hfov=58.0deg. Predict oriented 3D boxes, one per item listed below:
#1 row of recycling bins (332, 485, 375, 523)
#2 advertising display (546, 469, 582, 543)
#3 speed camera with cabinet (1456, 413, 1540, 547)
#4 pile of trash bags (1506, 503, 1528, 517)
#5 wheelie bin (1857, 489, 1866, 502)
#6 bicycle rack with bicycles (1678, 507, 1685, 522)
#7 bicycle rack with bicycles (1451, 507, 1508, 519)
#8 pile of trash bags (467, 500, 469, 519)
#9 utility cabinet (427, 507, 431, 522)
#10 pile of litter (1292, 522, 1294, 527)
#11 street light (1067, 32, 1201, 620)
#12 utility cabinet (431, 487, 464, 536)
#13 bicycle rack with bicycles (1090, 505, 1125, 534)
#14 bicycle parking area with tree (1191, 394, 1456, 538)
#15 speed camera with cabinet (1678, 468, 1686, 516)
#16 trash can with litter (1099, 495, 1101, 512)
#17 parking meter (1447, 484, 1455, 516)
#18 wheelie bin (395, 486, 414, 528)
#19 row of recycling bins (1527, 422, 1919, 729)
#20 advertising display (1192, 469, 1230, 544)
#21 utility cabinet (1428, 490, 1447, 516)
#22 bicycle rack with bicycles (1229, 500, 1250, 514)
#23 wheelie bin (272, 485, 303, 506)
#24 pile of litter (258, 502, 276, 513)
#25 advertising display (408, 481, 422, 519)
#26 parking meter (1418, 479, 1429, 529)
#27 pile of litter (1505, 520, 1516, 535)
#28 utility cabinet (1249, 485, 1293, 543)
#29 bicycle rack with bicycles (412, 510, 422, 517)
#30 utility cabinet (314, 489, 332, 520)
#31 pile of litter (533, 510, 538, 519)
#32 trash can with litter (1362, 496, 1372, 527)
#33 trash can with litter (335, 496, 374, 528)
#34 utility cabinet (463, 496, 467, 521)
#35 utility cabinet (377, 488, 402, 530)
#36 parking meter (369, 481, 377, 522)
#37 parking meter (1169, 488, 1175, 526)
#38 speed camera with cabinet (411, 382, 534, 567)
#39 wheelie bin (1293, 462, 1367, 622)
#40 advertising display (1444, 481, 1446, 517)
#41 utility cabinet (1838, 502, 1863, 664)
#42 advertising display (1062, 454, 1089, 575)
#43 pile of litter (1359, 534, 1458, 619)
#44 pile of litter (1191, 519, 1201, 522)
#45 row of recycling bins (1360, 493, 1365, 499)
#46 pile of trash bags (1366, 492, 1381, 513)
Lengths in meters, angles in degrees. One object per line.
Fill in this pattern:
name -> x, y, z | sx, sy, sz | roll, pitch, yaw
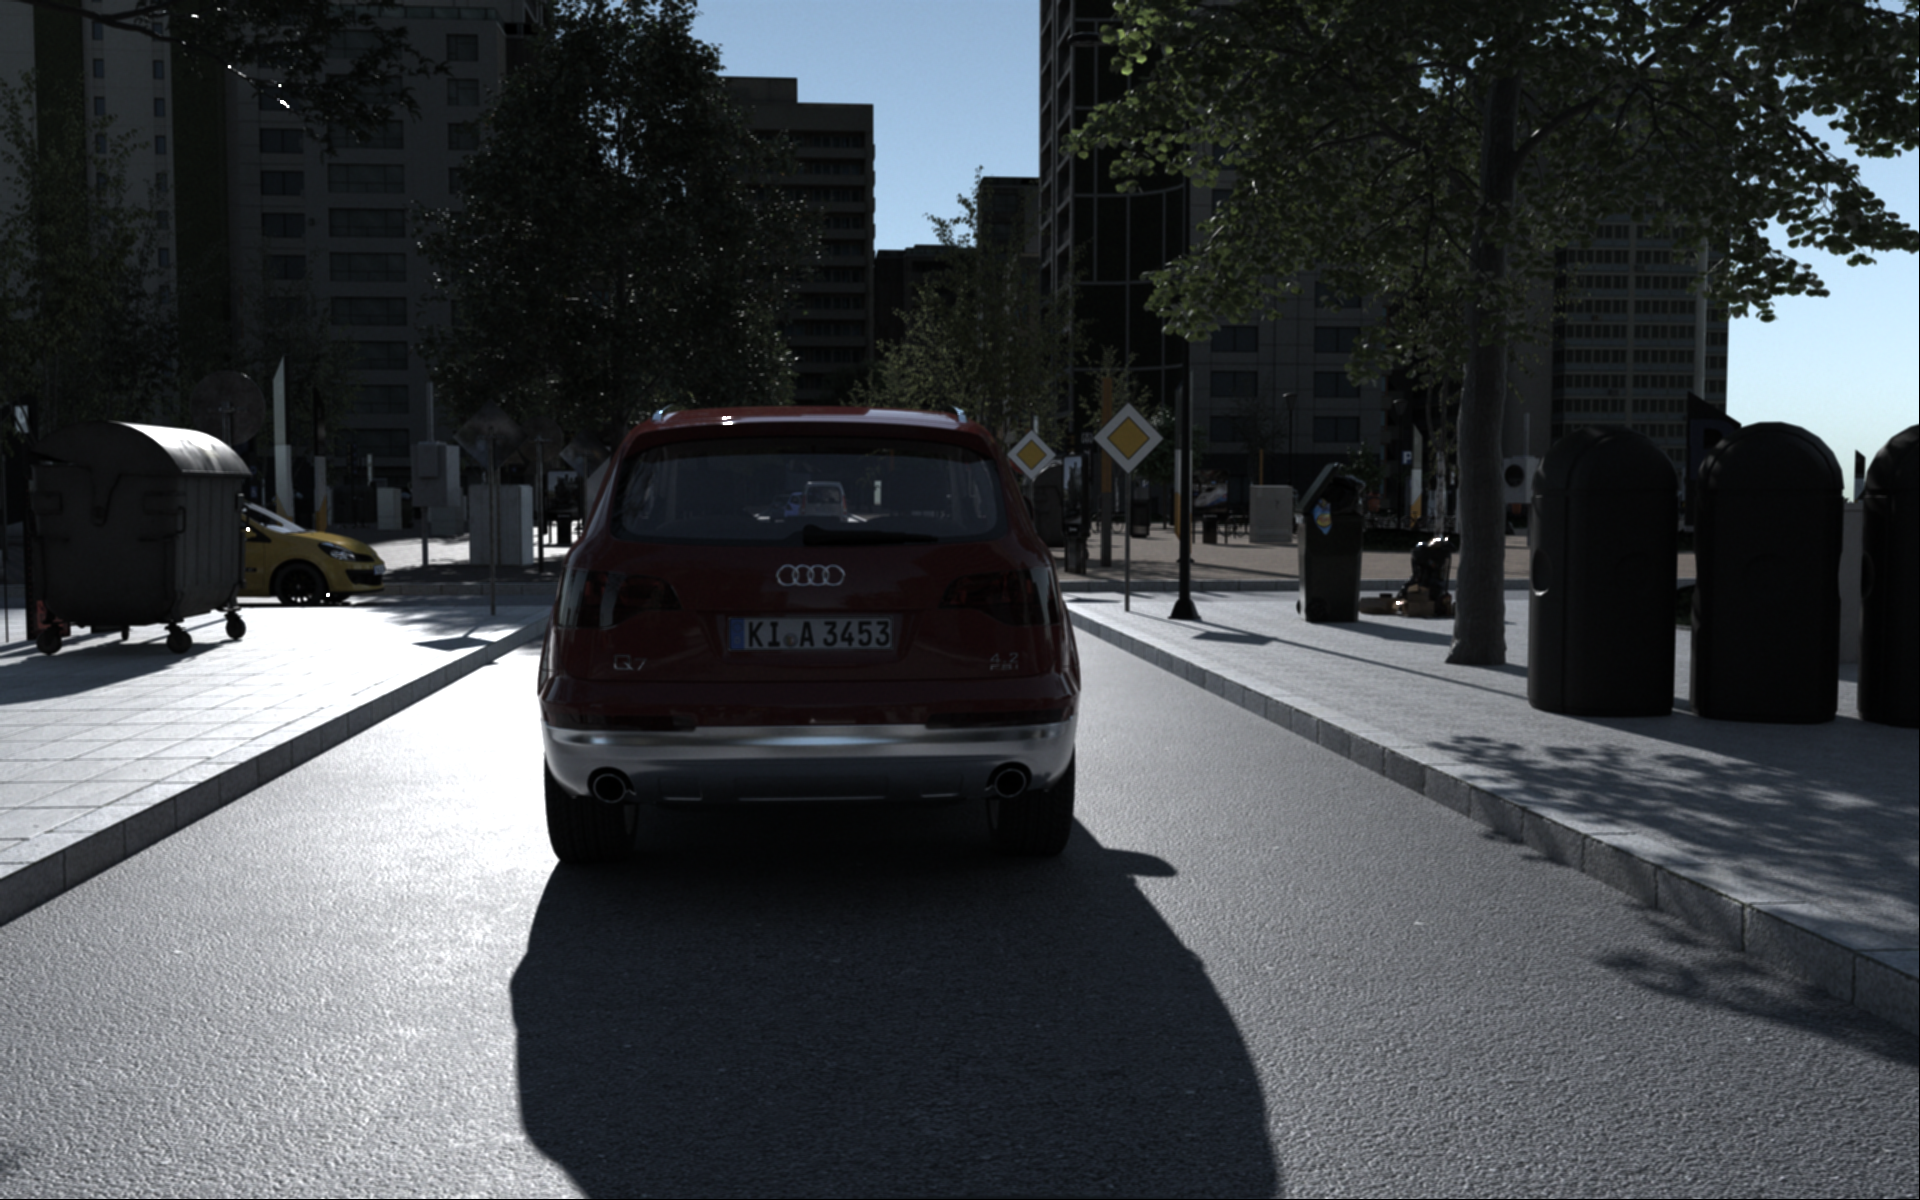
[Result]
row of recycling bins -> -27.073, -4.301, 77.427 | 1.069, 1.692, 3.534 | 0, 4, 1
advertising display -> -10.324, -2.442, 45.141 | 0.974, 1.923, 0.123 | 1, 4, 18
speed camera with cabinet -> 13.267, -2.964, 42.798 | 0.660, 3.252, 2.038 | -3, 4, -37
pile of trash bags -> 30.400, -4.952, 90.723 | 3.447, 1.369, 1.912 | 2, 4, 32
wheelie bin -> 33.156, -3.378, 63.142 | 0.693, 1.594, 0.980 | 0, 4, 7
bicycle rack with bicycles -> 35.148, -4.478, 86.595 | 2.925, 0.926, 2.852 | 0, 4, -1
bicycle rack with bicycles -> 23.725, -4.028, 79.245 | 2.852, 0.926, 2.925 | 0, 4, -1
pile of trash bags -> -24.420, -4.973, 91.058 | 3.447, 1.369, 1.912 | 1, 4, 10
utility cabinet -> -24.079, -4.182, 79.537 | 0.306, 1.237, 1.020 | 3, 5, 45
pile of litter -> 10.759, -2.727, 58.550 | 1.176, 0.858, 1.719 | 3, 4, 38
street light -> 1.777, -2.759, 17.656 | 1.470, 5.913, 1.316 | 0, 4, -5
utility cabinet -> -15.615, -2.697, 52.767 | 1.173, 1.500, 0.318 | 2, 4, 35
bicycle rack with bicycles -> 4.206, -2.646, 56.652 | 2.852, 0.926, 2.925 | 3, 4, 38
bicycle parking area with tree -> 11.519, -3.922, 51.120 | 8.231, 4.147, 9.016 | -2, 4, -26
speed camera with cabinet -> 42.227, -6.425, 99.377 | 0.660, 3.252, 2.038 | -2, 4, -26
trash can with litter -> 7.145, -4.773, 89.103 | 1.678, 1.210, 2.233 | 0, 4, -1
parking meter -> 28.758, -5.861, 101.530 | 0.399, 1.863, 0.255 | 3, 4, 37
wheelie bin -> -20.968, -3.498, 65.093 | 0.980, 1.594, 0.693 | 2, 4, 30
row of recycling bins -> 5.124, -0.171, 9.908 | 3.534, 1.692, 1.069 | 1, 4, 15
advertising display -> 6.486, -2.427, 44.889 | 0.974, 1.923, 0.123 | 1, 4, 18
utility cabinet -> 27.691, -5.628, 100.697 | 1.173, 1.500, 0.318 | 0, 4, 1
bicycle rack with bicycles -> 16.014, -5.109, 96.909 | 2.852, 0.926, 2.925 | -2, 4, -24
wheelie bin -> -22.995, -3.143, 59.301 | 0.980, 1.594, 0.693 | -2, 4, -31
pile of litter -> -36.722, -4.743, 91.507 | 1.176, 0.858, 1.719 | 2, 4, 34
advertising display -> -27.671, -5.084, 88.333 | 0.123, 1.923, 0.974 | 3, 5, 41
parking meter -> 17.178, -3.586, 64.345 | 0.399, 1.863, 0.255 | 3, 5, 41
pile of litter -> 16.762, -2.493, 54.719 | 1.719, 0.858, 1.176 | 0, 4, 0
utility cabinet -> 8.035, -2.203, 44.690 | 1.173, 1.500, 0.318 | -2, 4, -28
bicycle rack with bicycles -> -31.284, -5.135, 97.337 | 2.852, 0.926, 2.925 | -1, 4, -18
utility cabinet -> -30.511, -4.561, 83.254 | 0.318, 1.500, 1.173 | 1, 4, 18
pile of litter -> -21.940, -4.496, 87.475 | 1.719, 0.858, 1.176 | -2, 4, -24
trash can with litter -> 13.824, -3.086, 61.507 | 2.233, 1.210, 1.678 | 1, 4, 20
trash can with litter -> -23.031, -3.331, 65.521 | 1.678, 1.210, 2.233 | 1, 4, 11
utility cabinet -> -24.090, -4.405, 83.181 | 1.020, 1.237, 0.306 | 3, 4, 38
utility cabinet -> -20.009, -3.187, 60.781 | 1.173, 1.500, 0.318 | 3, 5, 44
parking meter -> -27.268, -4.573, 80.481 | 0.255, 1.863, 0.399 | -2, 4, -27
parking meter -> 8.696, -3.787, 70.329 | 0.372, 1.533, 0.369 | 0, 3, 0
speed camera with cabinet -> -8.657, -2.227, 30.754 | 2.038, 3.252, 0.660 | 1, 4, 9
wheelie bin -> 3.763, -0.591, 17.578 | 0.693, 1.594, 0.980 | 0, 4, 3
advertising display -> 23.756, -4.906, 85.421 | 0.123, 1.923, 0.974 | 2, 4, 32
utility cabinet -> 6.387, -0.117, 13.078 | 1.020, 1.237, 0.306 | -2, 4, -24
advertising display -> 1.862, -1.392, 27.971 | 0.123, 1.923, 0.974 | -1, 4, -16
pile of litter -> 4.844, -0.280, 18.548 | 1.176, 0.858, 1.719 | 0, 4, 1
pile of litter -> 10.425, -3.971, 78.895 | 1.176, 0.858, 1.719 | 0, 4, 8
row of recycling bins -> 22.010, -5.496, 96.980 | 1.069, 1.692, 3.534 | 0, 4, -1
pile of trash bags -> 17.250, -4.161, 77.793 | 3.447, 1.369, 1.912 | -1, 4, -11
